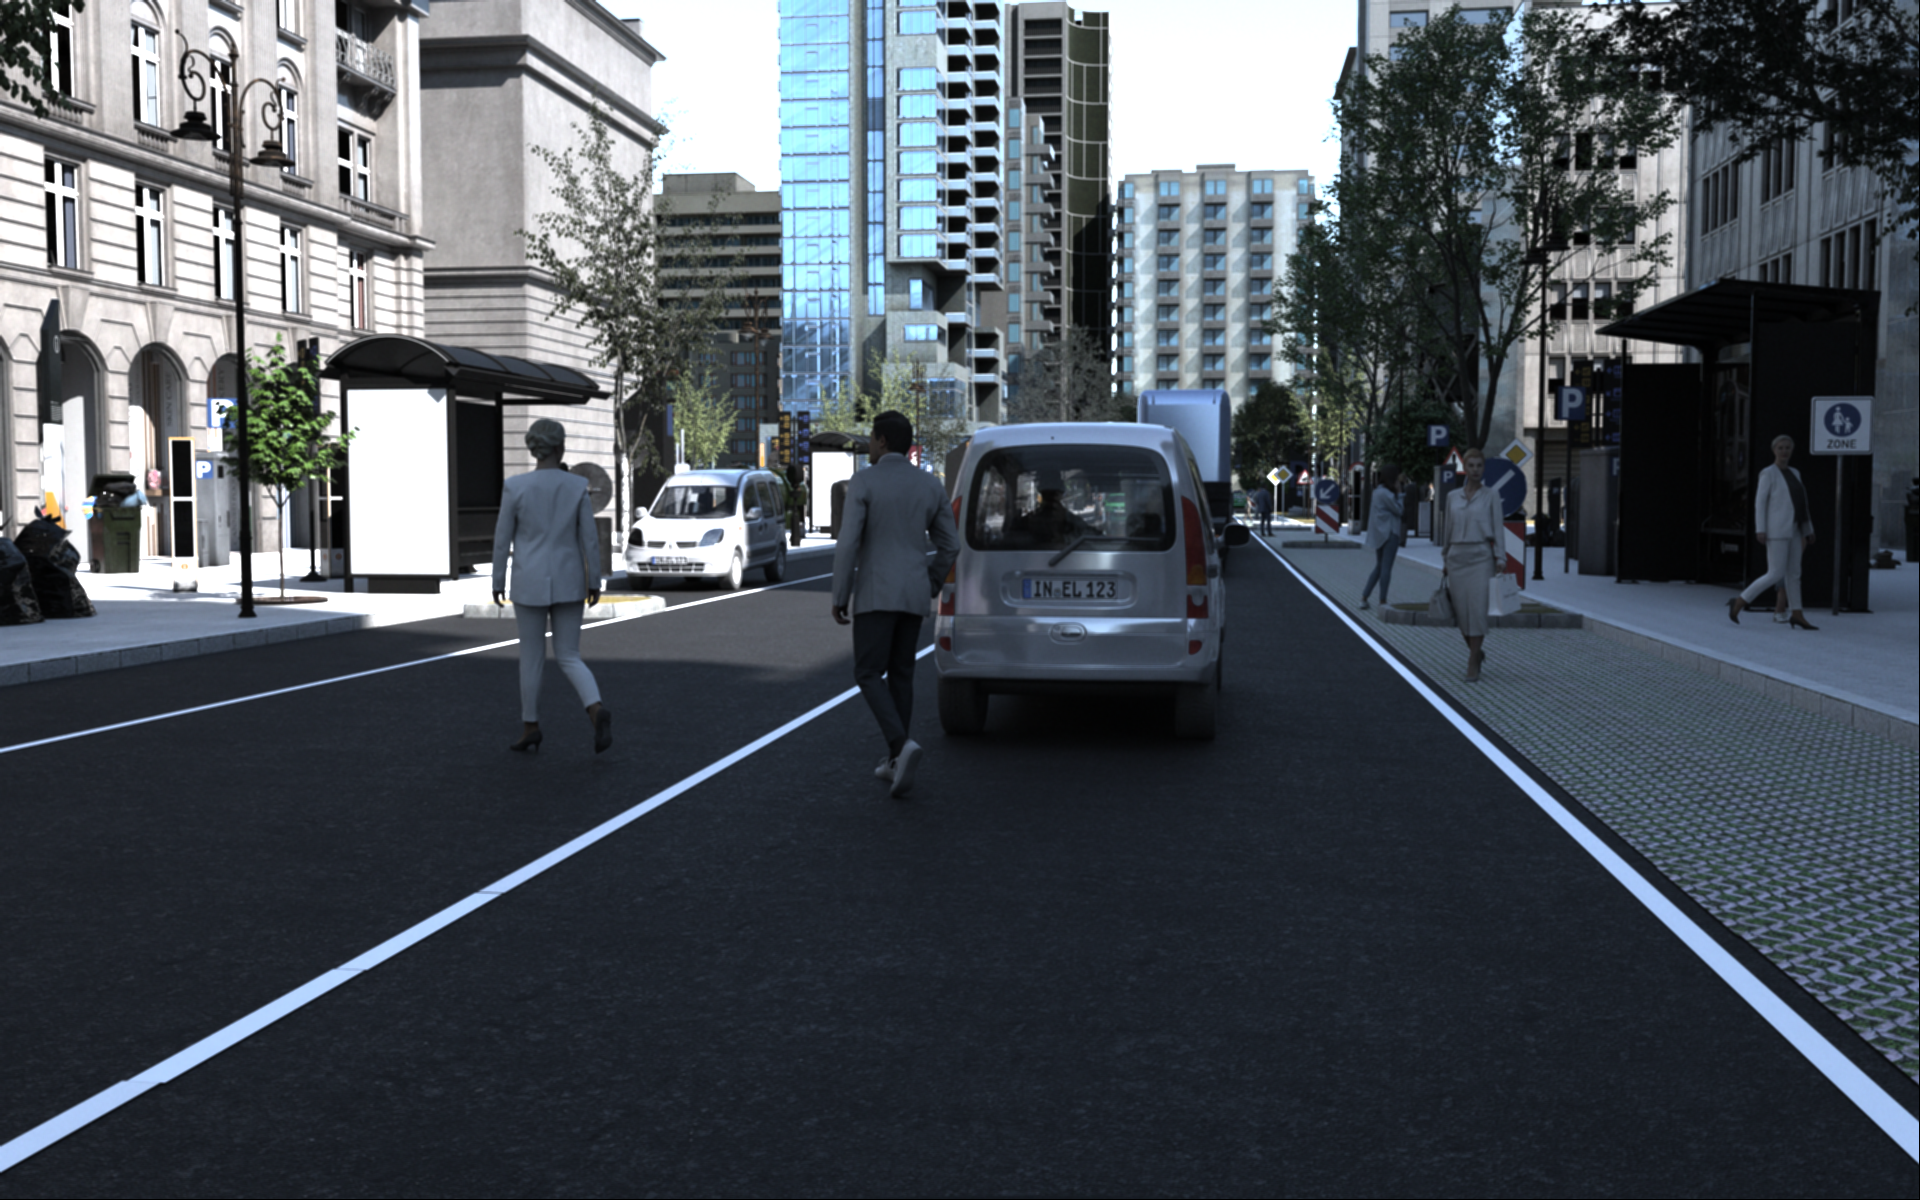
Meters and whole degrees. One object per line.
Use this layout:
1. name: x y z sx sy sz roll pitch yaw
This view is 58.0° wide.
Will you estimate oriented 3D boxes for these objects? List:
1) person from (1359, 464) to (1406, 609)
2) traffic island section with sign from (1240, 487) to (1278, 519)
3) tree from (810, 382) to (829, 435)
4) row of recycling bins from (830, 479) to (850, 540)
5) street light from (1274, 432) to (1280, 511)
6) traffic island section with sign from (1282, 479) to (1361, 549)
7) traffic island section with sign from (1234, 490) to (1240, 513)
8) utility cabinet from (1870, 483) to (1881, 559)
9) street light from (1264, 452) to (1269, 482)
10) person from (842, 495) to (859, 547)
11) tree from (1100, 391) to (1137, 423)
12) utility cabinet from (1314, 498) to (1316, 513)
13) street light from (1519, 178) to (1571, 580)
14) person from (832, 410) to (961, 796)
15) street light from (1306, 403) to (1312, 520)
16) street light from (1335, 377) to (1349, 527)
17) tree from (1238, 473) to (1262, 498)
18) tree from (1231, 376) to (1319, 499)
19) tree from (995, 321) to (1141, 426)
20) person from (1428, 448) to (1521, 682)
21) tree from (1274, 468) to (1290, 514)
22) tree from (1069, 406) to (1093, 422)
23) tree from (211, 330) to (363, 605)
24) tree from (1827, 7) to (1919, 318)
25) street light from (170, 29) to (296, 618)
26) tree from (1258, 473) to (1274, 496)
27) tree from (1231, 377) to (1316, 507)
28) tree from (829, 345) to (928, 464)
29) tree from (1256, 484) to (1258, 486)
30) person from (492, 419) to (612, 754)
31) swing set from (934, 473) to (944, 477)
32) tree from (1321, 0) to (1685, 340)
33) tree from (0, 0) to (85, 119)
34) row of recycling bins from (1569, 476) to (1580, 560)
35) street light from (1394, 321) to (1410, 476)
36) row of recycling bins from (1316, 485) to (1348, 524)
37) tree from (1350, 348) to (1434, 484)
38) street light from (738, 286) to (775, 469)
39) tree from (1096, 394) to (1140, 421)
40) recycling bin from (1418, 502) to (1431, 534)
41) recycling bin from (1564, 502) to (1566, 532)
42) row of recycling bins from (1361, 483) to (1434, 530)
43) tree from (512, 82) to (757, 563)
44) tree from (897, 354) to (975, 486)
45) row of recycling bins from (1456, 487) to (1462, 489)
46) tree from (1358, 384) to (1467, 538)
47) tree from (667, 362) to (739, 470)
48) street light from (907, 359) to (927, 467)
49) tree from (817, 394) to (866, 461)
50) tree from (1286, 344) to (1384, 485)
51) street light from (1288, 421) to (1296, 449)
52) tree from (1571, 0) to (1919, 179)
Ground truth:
1. person: 5.158 -0.759 21.177 0.793 1.790 0.793 -3 5 -40
2. traffic island section with sign: 17.491 -5.639 100.833 1.989 1.847 2.006 1 4 8
3. tree: -7.885 -9.721 109.304 4.737 8.622 4.395 0 3 0
4. row of recycling bins: -3.215 -2.598 49.597 1.069 1.692 3.534 0 4 -4
5. street light: 23.621 -9.578 129.392 0.468 5.910 1.993 1 4 8
6. traffic island section with sign: 9.597 -2.289 46.052 1.989 1.847 2.006 1 4 8
7. traffic island section with sign: 21.357 -7.287 127.763 1.989 1.847 2.006 1 4 8
8. utility cabinet: 17.476 -1.524 33.597 0.318 1.500 1.173 0 4 8
9. street light: 26.586 -10.846 150.127 0.468 5.910 1.993 1 4 8
10. person: -1.614 -1.243 28.784 0.822 1.834 0.622 0 4 5
11. tree: 17.881 -16.717 191.448 7.486 12.596 7.792 0 3 0
12. utility cabinet: 23.367 -6.352 115.011 0.306 1.237 1.020 0 4 -5
13. street light: 8.667 -3.242 25.793 0.468 5.910 1.993 1 4 8
14. person: -0.287 -0.005 8.434 0.661 1.843 0.795 -2 4 -29
15. street light: 17.445 -6.959 86.565 0.468 5.910 1.993 1 4 8
16. street light: 14.790 -5.777 67.235 0.468 5.910 1.993 1 4 8
17. tree: 37.168 -14.567 221.878 4.285 4.588 4.351 0 3 0
18. tree: 24.810 -12.351 136.351 7.601 10.594 8.767 1 4 19
19. tree: 7.624 -12.912 121.485 12.009 13.543 11.850 0 3 0
20. person: 3.998 -0.276 13.358 0.624 1.780 0.694 -3 4 -38
21. tree: 21.577 -7.239 112.965 1.663 3.219 1.824 0 3 0
22. tree: 9.161 -11.638 140.648 4.360 8.622 3.978 0 3 0
23. tree: -7.912 -1.583 20.479 1.663 3.219 1.824 0 3 0
24. tree: 13.500 -4.398 22.263 4.360 8.622 3.978 0 3 0
25. street light: -7.430 -2.758 17.882 0.468 5.910 1.993 1 4 8
26. tree: 25.939 -9.123 143.769 1.663 3.219 1.824 0 3 0
27. tree: 30.487 -15.433 169.342 9.611 12.733 9.660 0 3 0
28. tree: -3.357 -8.215 84.685 4.737 8.622 4.395 0 3 0
29. tree: 27.377 -9.789 154.657 1.663 3.219 1.824 0 3 0
30. person: -2.219 -0.067 9.474 0.514 1.842 0.818 -3 5 -45
31. swing set: -1.688 -8.068 129.537 2.862 2.851 3.119 1 4 12
32. tree: 10.777 -6.728 35.754 9.928 11.665 9.643 0 3 0
33. tree: -8.981 -3.893 14.013 4.737 8.622 4.395 0 3 0
34. row of recycling bins: 12.323 -1.593 33.166 1.069 1.692 3.534 1 4 9
35. street light: 11.830 -4.508 46.499 0.468 5.910 1.993 1 4 8
36. row of recycling bins: 16.813 -4.268 76.900 1.069 1.692 3.534 -1 4 -14
37. tree: 21.582 -8.310 86.237 4.360 8.622 3.978 0 3 0
38. street light: -4.526 -4.027 38.625 0.468 5.910 1.993 1 4 8
39. tree: 20.448 -18.834 214.587 9.857 13.997 8.962 0 3 0
40. recycling bin: 15.132 -2.633 55.609 0.722 1.027 0.722 1 4 21
41. recycling bin: 19.216 -2.514 53.663 0.722 1.027 0.722 -3 5 -40
42. row of recycling bins: 15.752 -3.428 63.155 1.069 1.692 3.534 -1 4 -18
43. tree: -5.984 -4.993 31.995 4.360 8.622 3.978 0 3 0
44. tree: -1.331 -8.666 92.045 4.360 8.622 3.978 0 3 0
45. row of recycling bins: 26.547 -5.392 95.272 3.534 1.692 1.069 -1 4 -22
46. tree: 13.631 -4.136 51.339 4.285 4.588 4.351 0 3 0
47. tree: -14.585 -8.960 96.859 4.737 8.622 4.395 0 3 0
48. street light: -1.446 -5.294 59.344 0.468 5.910 1.993 1 4 8
49. tree: -9.002 -10.817 127.215 4.360 8.622 3.978 0 3 0
50. tree: 17.508 -7.986 80.926 4.737 8.622 4.395 0 3 0
51. street light: 20.624 -8.253 107.725 0.468 5.910 1.993 1 4 8
52. tree: 8.272 -4.776 12.499 7.601 10.594 8.767 0 4 -2
